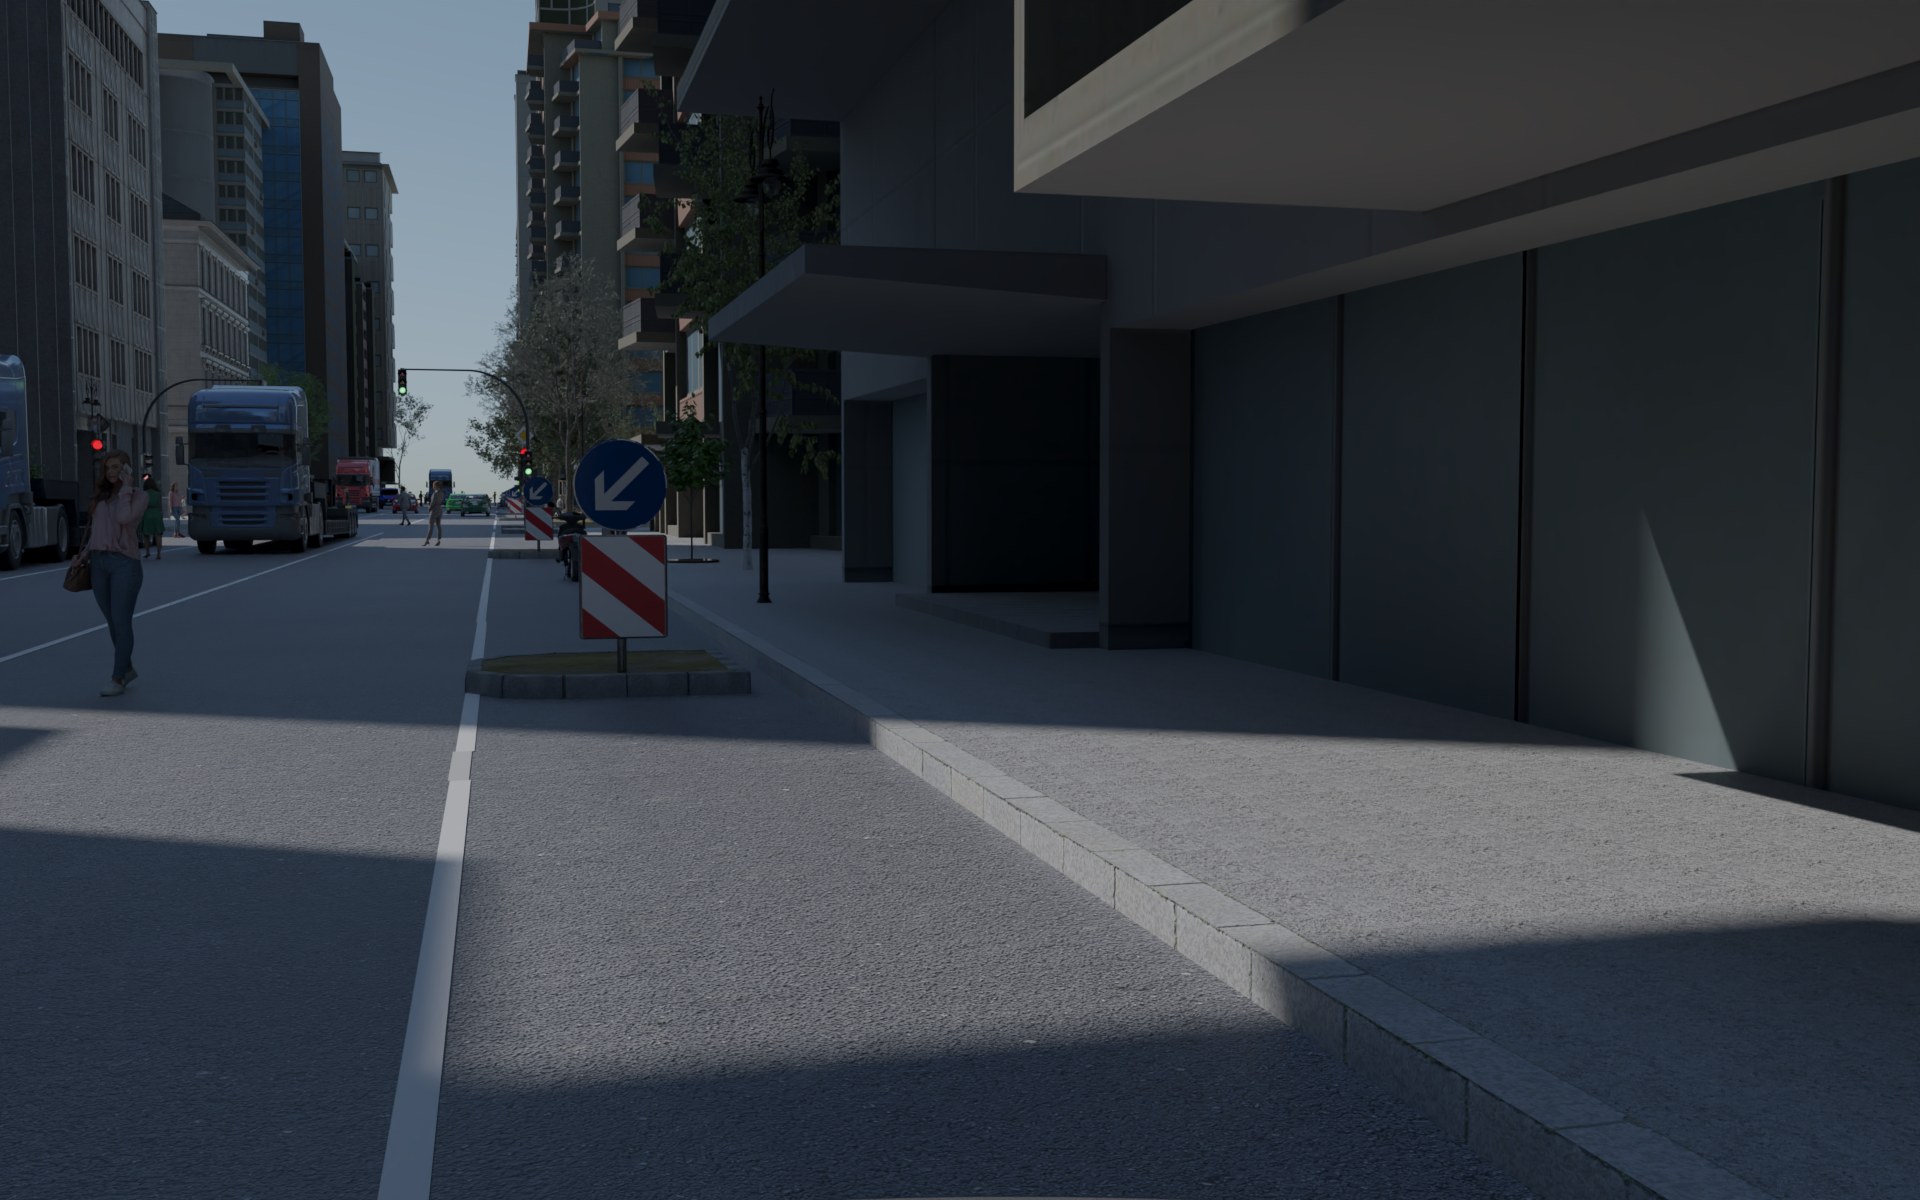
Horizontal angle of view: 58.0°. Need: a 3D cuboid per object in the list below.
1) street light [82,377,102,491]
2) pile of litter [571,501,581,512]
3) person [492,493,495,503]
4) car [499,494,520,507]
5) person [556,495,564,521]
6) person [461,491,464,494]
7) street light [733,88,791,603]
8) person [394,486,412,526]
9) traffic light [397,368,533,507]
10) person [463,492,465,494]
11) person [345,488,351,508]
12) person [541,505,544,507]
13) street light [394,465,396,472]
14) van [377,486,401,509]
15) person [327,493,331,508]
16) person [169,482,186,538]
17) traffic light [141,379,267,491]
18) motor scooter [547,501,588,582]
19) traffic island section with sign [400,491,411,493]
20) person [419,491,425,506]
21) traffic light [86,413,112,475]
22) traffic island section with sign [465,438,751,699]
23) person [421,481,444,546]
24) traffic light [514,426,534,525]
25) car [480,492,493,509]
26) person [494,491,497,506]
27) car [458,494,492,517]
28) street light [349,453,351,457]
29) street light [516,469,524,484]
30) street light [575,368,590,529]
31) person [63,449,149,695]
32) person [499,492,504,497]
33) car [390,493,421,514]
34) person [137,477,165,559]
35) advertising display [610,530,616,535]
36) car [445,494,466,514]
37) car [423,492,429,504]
[{"bbox_3d":[-34.163,-5.840,68.277,0.468,5.910,1.993,-1,4,-15],"label":"street light"},{"bbox_3d":[-27.604,-6.722,123.870,1.176,0.858,1.719,0,4,5],"label":"pile of litter"},{"bbox_3d":[-76.113,-16.787,283.057,0.705,1.812,1.348,1,4,10],"label":"person"},{"bbox_3d":[-44.833,-9.798,172.199,2.014,1.417,4.499,-1,4,-14],"label":"car"},{"bbox_3d":[-19.046,-4.392,82.537,0.352,1.250,0.332,-1,4,-19],"label":"person"},{"bbox_3d":[-49.682,-10.001,172.542,0.721,1.766,1.217,-3,5,-41],"label":"person"},{"bbox_3d":[-2.313,-2.904,20.273,0.468,5.910,1.993,-1,4,-15],"label":"street light"},{"bbox_3d":[-25.245,-4.275,78.672,0.850,1.792,0.678,2,4,26],"label":"person"},{"bbox_3d":[-17.911,-5.406,63.054,4.771,5.953,1.251,-1,4,-15],"label":"traffic light"},{"bbox_3d":[-82.424,-17.061,288.168,1.217,1.743,0.721,-3,5,-40],"label":"person"},{"bbox_3d":[-37.620,-5.991,106.673,0.699,1.804,1.509,0,4,0],"label":"person"},{"bbox_3d":[-28.576,-6.596,118.572,0.332,1.250,0.352,1,4,19],"label":"person"},{"bbox_3d":[-86.644,-17.912,265.641,0.468,5.910,1.993,-1,4,-15],"label":"street light"},{"bbox_3d":[-55.272,-9.999,167.871,2.240,2.365,5.245,-1,4,-16],"label":"van"},{"bbox_3d":[-59.285,-9.366,162.434,0.557,1.426,1.065,1,4,9],"label":"person"},{"bbox_3d":[-25.608,-2.940,56.576,0.388,1.821,0.555,1,4,10],"label":"person"},{"bbox_3d":[-29.842,-5.728,68.320,4.771,5.953,1.251,-1,4,-15],"label":"traffic light"},{"bbox_3d":[-6.464,-0.988,28.938,0.815,1.314,1.986,-1,4,-16],"label":"motor scooter"},{"bbox_3d":[-78.706,-14.388,243.873,1.989,1.847,2.006,-1,4,-15],"label":"traffic island section with sign"},{"bbox_3d":[-62.865,-11.845,202.129,0.705,1.831,1.348,1,4,11],"label":"person"},{"bbox_3d":[-29.788,-4.349,60.035,0.839,4.253,0.868,-1,4,-15],"label":"traffic light"},{"bbox_3d":[-2.713,-0.272,13.078,1.989,1.847,2.006,-1,4,-15],"label":"traffic island section with sign"},{"bbox_3d":[-14.554,-2.385,47.775,0.573,1.790,0.520,0,4,-5],"label":"person"},{"bbox_3d":[-17.965,-5.047,71.446,0.839,4.253,0.868,-1,4,-15],"label":"traffic light"},{"bbox_3d":[-46.964,-9.836,169.855,2.155,1.783,4.494,-1,4,-13],"label":"car"},{"bbox_3d":[-54.728,-11.897,203.534,0.721,1.766,1.217,-1,4,-11],"label":"person"},{"bbox_3d":[-31.152,-6.085,111.289,2.131,1.459,4.920,-1,4,-16],"label":"car"},{"bbox_3d":[-65.324,-13.016,185.594,0.468,5.910,1.993,-1,4,-15],"label":"street light"},{"bbox_3d":[-64.665,-17.264,255.058,0.468,5.910,1.993,-1,4,-15],"label":"street light"},{"bbox_3d":[-13.812,-5.543,63.416,0.468,5.910,1.993,-1,4,-15],"label":"street light"},{"bbox_3d":[-6.094,-0.210,12.530,0.593,1.750,0.643,1,4,13],"label":"person"},{"bbox_3d":[-61.693,-13.695,233.349,0.756,1.711,0.436,0,4,-5],"label":"person"},{"bbox_3d":[-40.742,-7.230,127.256,2.155,1.783,4.494,-1,4,-16],"label":"car"},{"bbox_3d":[-17.776,-1.793,38.061,0.529,1.795,0.600,3,4,37],"label":"person"},{"bbox_3d":[-8.371,-2.236,41.775,0.123,1.923,0.974,0,4,-7],"label":"advertising display"},{"bbox_3d":[-36.082,-7.095,124.806,1.959,1.807,4.718,-1,4,-16],"label":"car"},{"bbox_3d":[-79.694,-15.438,261.087,2.281,1.827,5.304,-1,4,-15],"label":"car"}]
